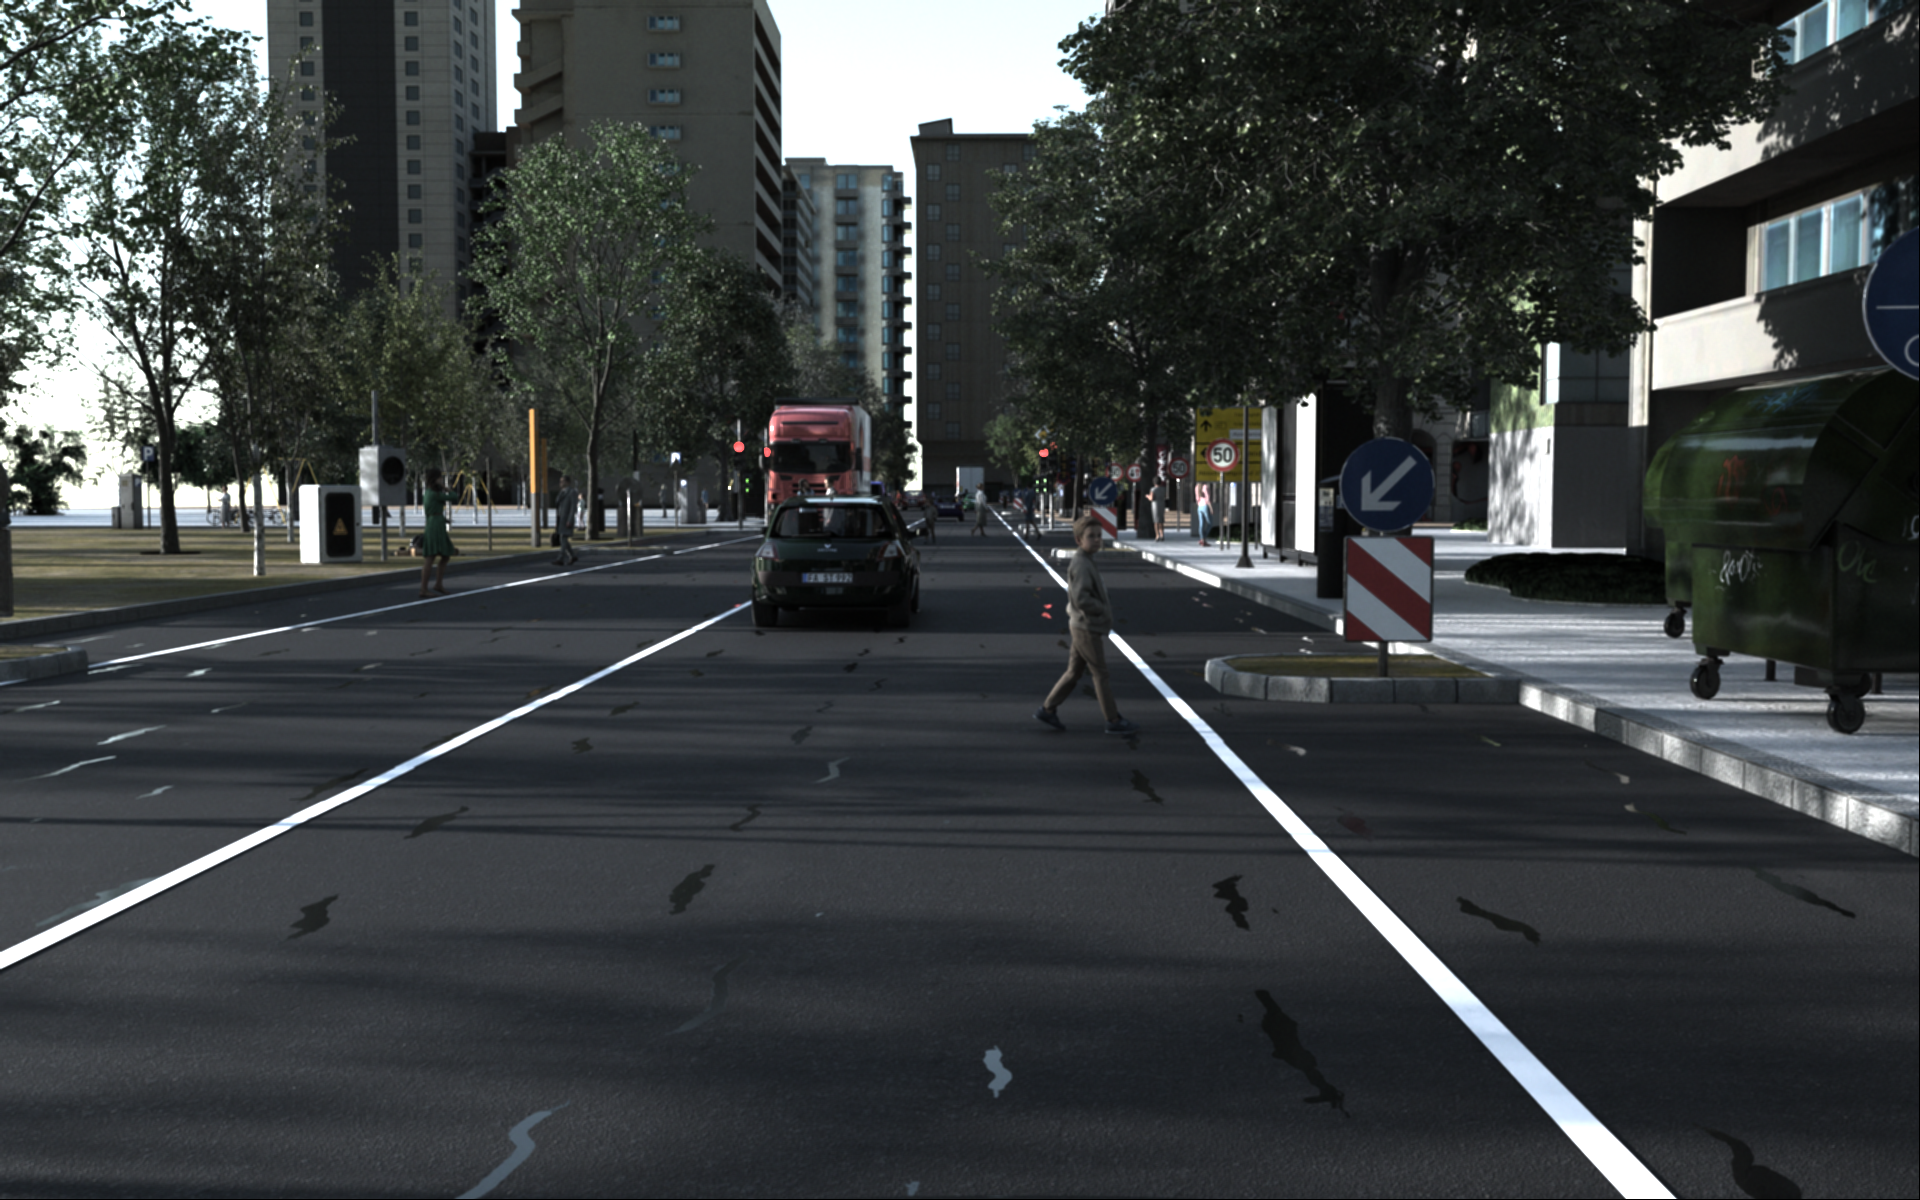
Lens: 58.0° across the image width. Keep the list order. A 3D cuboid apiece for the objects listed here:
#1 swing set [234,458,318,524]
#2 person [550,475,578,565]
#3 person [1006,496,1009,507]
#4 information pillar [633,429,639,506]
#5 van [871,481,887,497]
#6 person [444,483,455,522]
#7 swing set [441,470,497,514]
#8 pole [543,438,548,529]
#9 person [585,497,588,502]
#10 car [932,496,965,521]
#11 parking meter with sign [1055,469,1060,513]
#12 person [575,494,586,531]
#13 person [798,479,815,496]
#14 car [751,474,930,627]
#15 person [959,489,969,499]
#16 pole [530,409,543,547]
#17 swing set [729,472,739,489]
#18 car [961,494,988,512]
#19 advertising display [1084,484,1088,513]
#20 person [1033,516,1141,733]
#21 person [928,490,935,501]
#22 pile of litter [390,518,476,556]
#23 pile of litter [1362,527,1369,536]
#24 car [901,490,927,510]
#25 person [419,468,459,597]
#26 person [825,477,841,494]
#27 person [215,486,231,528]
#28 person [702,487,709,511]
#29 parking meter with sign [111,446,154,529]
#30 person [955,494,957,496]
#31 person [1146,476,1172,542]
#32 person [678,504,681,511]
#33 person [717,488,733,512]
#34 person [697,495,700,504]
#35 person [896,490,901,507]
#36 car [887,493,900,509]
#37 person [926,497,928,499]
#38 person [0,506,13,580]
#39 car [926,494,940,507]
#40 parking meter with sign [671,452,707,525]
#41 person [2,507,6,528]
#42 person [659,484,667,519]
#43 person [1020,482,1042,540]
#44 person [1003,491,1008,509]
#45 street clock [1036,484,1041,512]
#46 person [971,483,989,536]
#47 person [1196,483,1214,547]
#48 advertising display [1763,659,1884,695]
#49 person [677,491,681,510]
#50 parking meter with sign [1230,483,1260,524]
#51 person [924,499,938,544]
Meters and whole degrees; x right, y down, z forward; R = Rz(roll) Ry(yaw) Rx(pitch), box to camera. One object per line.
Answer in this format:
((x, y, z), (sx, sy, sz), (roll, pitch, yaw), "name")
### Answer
((-29.393, -4.760, 75.450), (2.862, 2.851, 3.119), (1, 4, 21), "swing set")
((-8.004, -1.614, 34.984), (0.767, 1.812, 0.694), (-3, 5, -43), "person")
((5.021, -10.665, 186.065), (0.628, 1.438, 0.799), (-2, 4, -25), "person")
((-11.741, -4.373, 62.855), (0.183, 3.616, 0.504), (0, 4, 2), "information pillar")
((-4.423, -4.630, 80.089), (2.240, 2.365, 5.245), (0, 4, 0), "van")
((-23.411, -4.532, 79.504), (0.474, 1.900, 0.648), (-1, 4, -11), "person")
((-32.332, -7.123, 114.077), (2.862, 2.851, 3.119), (0, 4, 1), "swing set")
((-15.135, -4.238, 63.135), (0.158, 3.312, 0.155), (0, 3, 0), "pole")
((-19.956, -5.370, 94.192), (0.721, 1.781, 0.623), (2, 4, 25), "person")
((-0.673, -4.889, 92.522), (1.945, 1.354, 3.894), (0, 4, -1), "car")
((7.031, -7.640, 121.171), (0.543, 3.016, 1.738), (1, 4, 14), "parking meter with sign")
((-13.185, -3.051, 60.204), (0.394, 1.301, 0.425), (-1, 4, -12), "person")
((-3.650, -1.999, 41.444), (0.793, 1.790, 0.793), (0, 4, 5), "person")
((-1.368, -0.628, 20.048), (2.009, 1.686, 4.222), (0, 4, 0), "car")
((0.543, -8.844, 152.736), (1.348, 1.869, 0.705), (1, 4, 14), "person")
((-10.226, -2.926, 41.685), (0.158, 3.312, 0.155), (0, 3, 0), "pole")
((-15.647, -7.843, 125.845), (2.862, 2.851, 3.119), (1, 4, 18), "swing set")
((1.164, -7.835, 139.899), (2.131, 1.459, 4.920), (0, 4, 1), "car")
((7.961, -6.700, 114.753), (0.974, 1.923, 0.123), (1, 4, 12), "advertising display")
((0.761, 0.142, 10.446), (0.640, 1.303, 0.475), (0, 4, -5), "person")
((-2.577, -9.075, 156.748), (0.599, 1.838, 0.709), (0, 4, 2), "person")
((-10.979, -1.352, 36.073), (1.719, 0.858, 1.176), (1, 4, 18), "pile of litter")
((6.797, -0.846, 27.803), (1.719, 0.858, 1.176), (0, 4, 4), "pile of litter")
((-4.037, -8.826, 152.979), (2.281, 1.827, 5.304), (0, 4, 2), "car")
((-7.372, -0.950, 24.272), (0.529, 1.795, 0.600), (-3, 5, -45), "person")
((-2.954, -1.928, 39.979), (0.822, 1.834, 0.622), (-2, 4, -27), "person")
((-28.309, -3.518, 66.594), (0.480, 1.755, 0.524), (0, 4, 4), "person")
((-19.726, -7.841, 134.260), (0.581, 1.822, 0.654), (-1, 4, -15), "person")
((-30.321, -4.105, 63.382), (1.738, 3.016, 0.543), (1, 4, 22), "parking meter with sign")
((-0.156, -10.393, 179.163), (1.217, 1.736, 0.721), (2, 4, 32), "person")
((5.393, -2.476, 46.880), (0.716, 1.782, 0.532), (-2, 4, -26), "person")
((-20.013, -7.354, 126.497), (1.509, 1.804, 0.699), (-1, 4, -12), "person")
((-16.447, -7.142, 123.034), (1.509, 1.804, 0.699), (1, 4, 10), "person")
((-17.378, -6.350, 114.540), (0.362, 1.253, 0.373), (-2, 4, -33), "person")
((-6.304, -10.339, 177.497), (0.705, 1.831, 1.348), (-2, 4, -27), "person")
((-4.155, -4.909, 89.306), (2.155, 1.783, 4.494), (0, 4, 0), "car")
((-3.974, -10.321, 177.259), (1.348, 1.823, 0.705), (0, 4, 7), "person")
((-13.689, -1.098, 24.424), (0.576, 1.772, 0.534), (-1, 4, -9), "person")
((-2.738, -10.691, 184.588), (2.009, 1.686, 4.222), (0, 4, -1), "car")
((-11.443, -4.710, 73.270), (0.543, 3.016, 1.738), (2, 4, 32), "parking meter with sign")
((-37.301, -3.340, 67.376), (0.640, 1.303, 0.475), (0, 3, 0), "person")
((-15.635, -5.185, 91.001), (0.526, 1.800, 0.537), (2, 4, 25), "person")
((2.211, -2.780, 53.972), (0.654, 1.822, 0.581), (2, 4, 23), "person")
((4.313, -9.387, 162.709), (0.721, 1.736, 1.217), (1, 4, 13), "person")
((5.678, -7.362, 124.944), (0.358, 2.002, 0.471), (0, 4, 3), "street clock")
((0.651, -3.042, 58.459), (0.641, 1.798, 0.478), (-1, 4, -9), "person")
((6.010, -2.221, 42.361), (0.388, 1.821, 0.555), (-3, 5, -39), "person")
((5.728, -0.381, 11.449), (0.123, 1.923, 0.974), (-1, 4, -21), "advertising display")
((-22.875, -8.293, 141.904), (0.678, 1.792, 0.850), (-1, 4, -14), "person")
((10.232, -4.078, 62.935), (1.738, 3.016, 0.543), (-2, 4, -23), "parking meter with sign")
((-0.844, -2.280, 50.051), (0.475, 1.303, 0.640), (1, 4, 18), "person")
